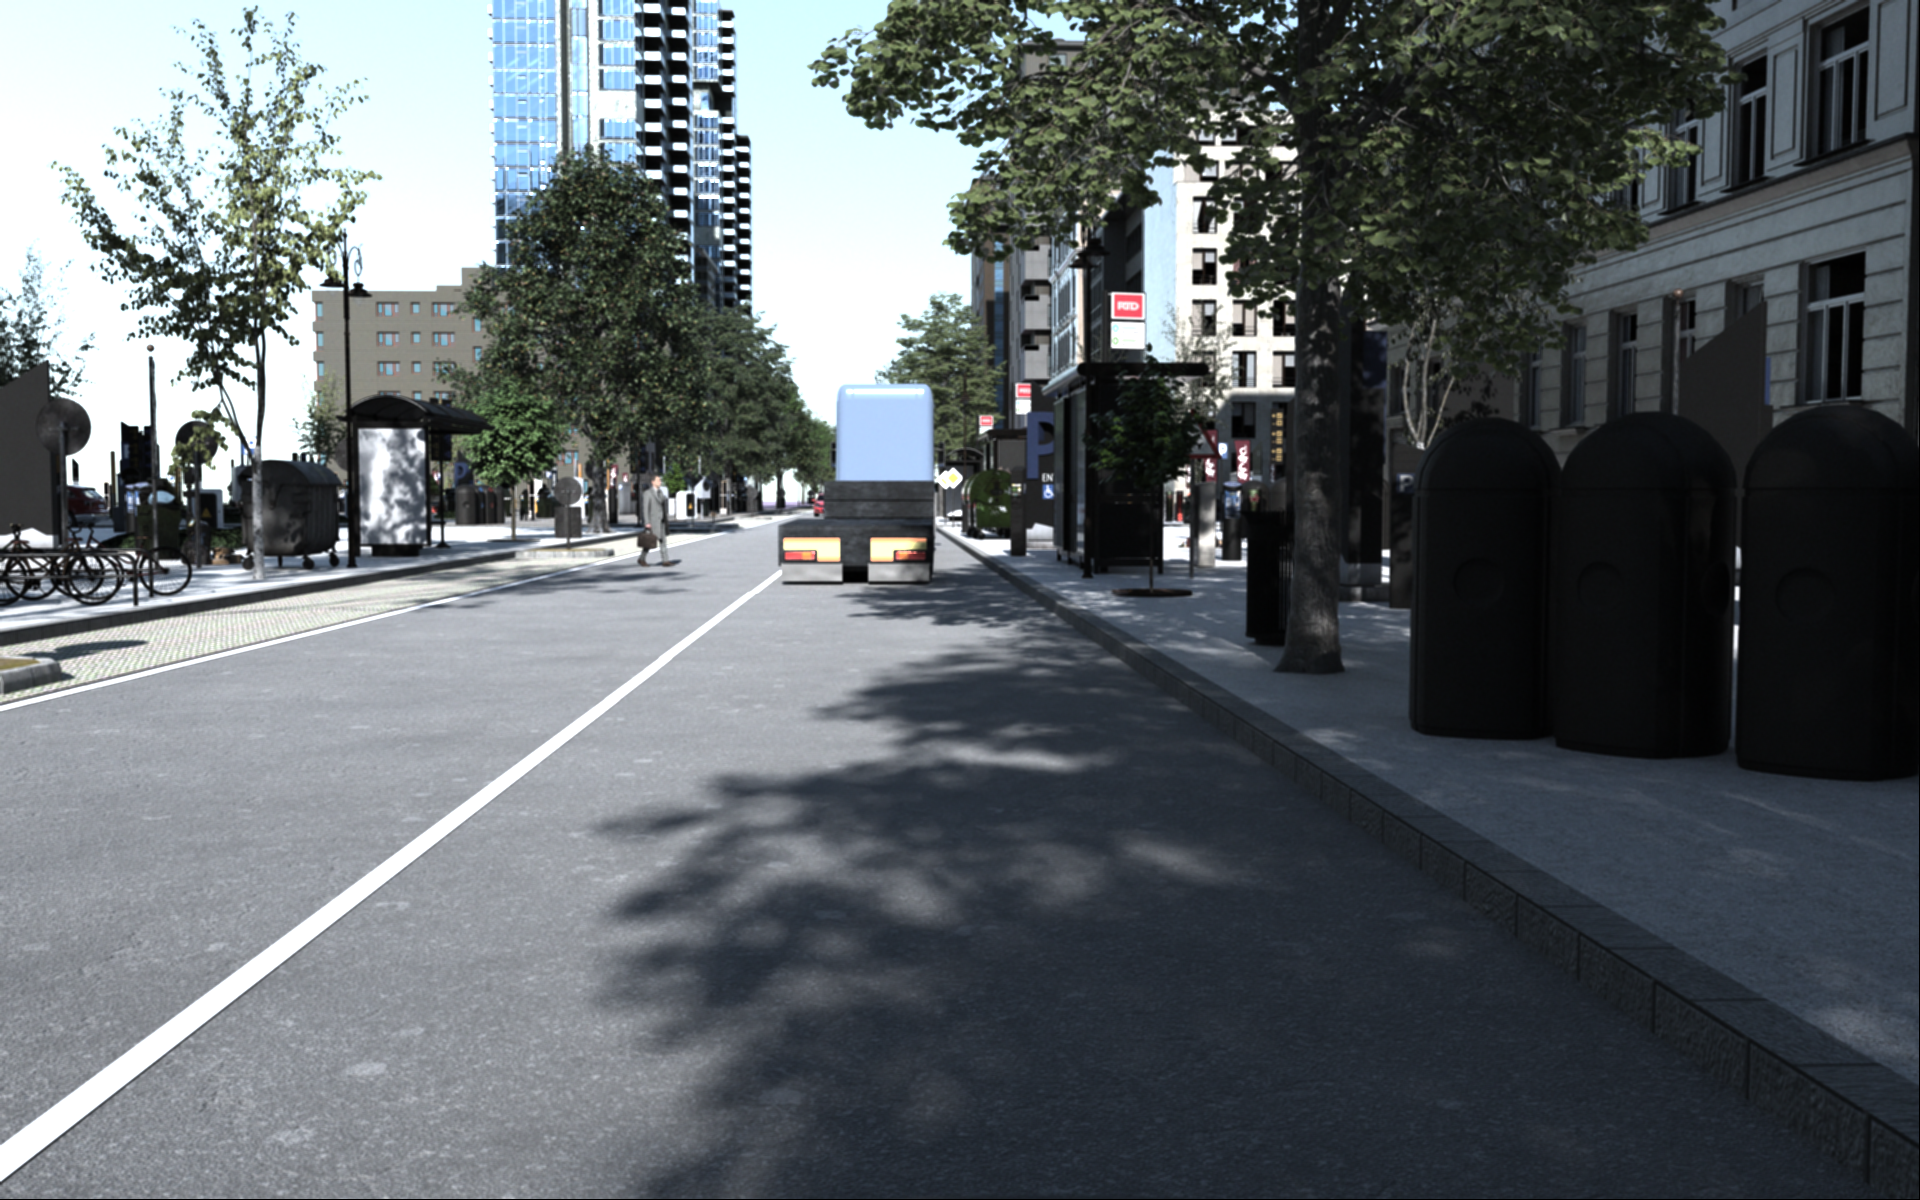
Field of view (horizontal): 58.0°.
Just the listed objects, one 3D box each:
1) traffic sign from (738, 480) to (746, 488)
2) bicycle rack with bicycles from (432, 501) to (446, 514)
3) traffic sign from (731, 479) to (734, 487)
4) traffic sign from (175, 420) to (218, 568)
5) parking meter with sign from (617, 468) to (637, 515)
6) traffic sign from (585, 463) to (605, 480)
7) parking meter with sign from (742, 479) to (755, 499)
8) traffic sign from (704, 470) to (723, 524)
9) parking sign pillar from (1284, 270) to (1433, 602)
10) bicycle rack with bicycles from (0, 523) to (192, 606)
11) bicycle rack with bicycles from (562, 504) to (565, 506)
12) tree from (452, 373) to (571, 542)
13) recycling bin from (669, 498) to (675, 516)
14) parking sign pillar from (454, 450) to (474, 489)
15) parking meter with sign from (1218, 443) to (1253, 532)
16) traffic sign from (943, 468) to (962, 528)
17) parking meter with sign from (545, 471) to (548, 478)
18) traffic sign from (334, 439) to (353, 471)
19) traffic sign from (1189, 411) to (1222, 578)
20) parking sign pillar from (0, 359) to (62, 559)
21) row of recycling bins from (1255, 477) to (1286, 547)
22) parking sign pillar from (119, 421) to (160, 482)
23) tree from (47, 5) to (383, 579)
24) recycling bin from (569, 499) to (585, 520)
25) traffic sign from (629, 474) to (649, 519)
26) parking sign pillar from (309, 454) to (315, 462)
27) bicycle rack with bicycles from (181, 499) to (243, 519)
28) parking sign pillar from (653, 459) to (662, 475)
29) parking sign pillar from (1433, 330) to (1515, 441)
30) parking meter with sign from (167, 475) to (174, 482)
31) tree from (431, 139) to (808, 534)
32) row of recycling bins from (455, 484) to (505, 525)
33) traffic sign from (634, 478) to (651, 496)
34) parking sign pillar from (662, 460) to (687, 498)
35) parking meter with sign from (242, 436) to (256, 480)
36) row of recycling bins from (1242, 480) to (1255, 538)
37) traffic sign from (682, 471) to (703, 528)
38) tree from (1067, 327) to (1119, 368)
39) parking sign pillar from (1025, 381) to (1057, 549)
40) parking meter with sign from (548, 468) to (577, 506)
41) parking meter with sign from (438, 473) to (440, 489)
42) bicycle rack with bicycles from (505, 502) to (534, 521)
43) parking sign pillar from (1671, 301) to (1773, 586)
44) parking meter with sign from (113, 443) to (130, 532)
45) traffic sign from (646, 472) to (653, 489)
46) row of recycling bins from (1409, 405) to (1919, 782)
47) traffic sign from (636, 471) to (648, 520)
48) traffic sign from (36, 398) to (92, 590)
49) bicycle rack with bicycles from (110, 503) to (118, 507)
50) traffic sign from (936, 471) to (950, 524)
[{"bbox_3d":[-18.499,-8.943,146.318,0.768,2.556,0.104,0,4,2],"label":"traffic sign"},{"bbox_3d":[-36.346,-6.481,119.341,2.925,0.926,2.852,-1,4,-9],"label":"bicycle rack with bicycles"},{"bbox_3d":[-18.238,-8.355,136.703,0.768,2.556,0.104,0,4,1],"label":"traffic sign"},{"bbox_3d":[-13.176,-1.823,29.908,0.768,2.556,0.104,0,4,3],"label":"traffic sign"},{"bbox_3d":[-21.035,-6.880,108.757,0.543,3.016,1.738,3,4,37],"label":"parking meter with sign"},{"bbox_3d":[-13.617,-3.947,64.634,0.768,2.556,0.104,0,4,5],"label":"traffic sign"},{"bbox_3d":[-18.204,-9.262,147.691,1.738,3.016,0.543,-2,4,-30],"label":"parking meter with sign"},{"bbox_3d":[-10.448,-4.268,73.421,0.795,2.450,0.064,0,4,-3],"label":"traffic sign"},{"bbox_3d":[4.800,-2.002,21.208,1.447,3.967,1.447,0,4,-3],"label":"parking sign pillar"},{"bbox_3d":[-10.774,-0.432,20.451,2.925,0.926,2.852,-1,4,-18],"label":"bicycle rack with bicycles"},{"bbox_3d":[-25.529,-5.932,110.366,2.852,0.926,2.925,3,4,36],"label":"bicycle rack with bicycles"},{"bbox_3d":[-12.300,-3.886,47.251,4.285,4.588,4.351,0,3,0],"label":"tree"},{"bbox_3d":[-16.970,-5.580,103.783,0.722,1.027,0.722,3,5,42],"label":"recycling bin"},{"bbox_3d":[-30.293,-7.176,105.802,1.447,3.967,1.447,2,4,33],"label":"parking sign pillar"},{"bbox_3d":[9.485,-3.803,58.437,0.543,3.016,1.738,-3,5,-44],"label":"parking meter with sign"},{"bbox_3d":[-0.261,-3.805,65.855,0.795,2.450,0.064,0,4,-3],"label":"traffic sign"},{"bbox_3d":[-30.837,-8.308,132.101,1.738,3.016,0.543,3,4,37],"label":"parking meter with sign"},{"bbox_3d":[-13.767,-2.387,39.141,0.768,2.556,0.104,0,4,6],"label":"traffic sign"},{"bbox_3d":[3.528,-1.609,26.316,0.884,2.594,0.081,0,4,5],"label":"traffic sign"},{"bbox_3d":[-18.891,-2.830,34.742,1.447,3.967,1.447,-1,4,-13],"label":"parking sign pillar"},{"bbox_3d":[8.759,-2.085,41.195,1.069,1.692,3.534,-3,4,-37],"label":"row of recycling bins"},{"bbox_3d":[-30.214,-4.609,63.832,1.447,3.967,1.447,-1,4,-10],"label":"parking sign pillar"},{"bbox_3d":[-10.817,-4.620,25.893,4.737,8.622,4.395,0,3,0],"label":"tree"},{"bbox_3d":[-19.128,-4.499,86.114,0.722,1.027,0.722,-3,4,-37],"label":"recycling bin"},{"bbox_3d":[-14.202,-4.686,76.627,0.884,2.594,0.081,0,4,5],"label":"traffic sign"},{"bbox_3d":[-43.091,-7.788,115.809,1.447,3.967,1.447,0,4,-6],"label":"parking sign pillar"},{"bbox_3d":[-36.567,-4.365,84.757,2.925,0.926,2.852,3,4,39],"label":"bicycle rack with bicycles"},{"bbox_3d":[-23.082,-8.831,132.865,1.447,3.967,1.447,1,4,11],"label":"parking sign pillar"},{"bbox_3d":[8.260,-2.422,28.067,1.447,3.967,1.447,-1,4,-9],"label":"parking sign pillar"},{"bbox_3d":[-65.490,-9.013,143.624,0.543,3.016,1.738,-2,4,-27],"label":"parking meter with sign"},{"bbox_3d":[-11.857,-8.515,56.234,9.611,12.733,9.660,0,3,0],"label":"tree"},{"bbox_3d":[-20.460,-4.073,73.700,1.069,1.692,3.534,1,4,11],"label":"row of recycling bins"},{"bbox_3d":[-16.050,-5.355,87.561,0.884,2.594,0.081,0,4,6],"label":"traffic sign"},{"bbox_3d":[-19.909,-8.176,122.151,1.447,3.967,1.447,1,4,11],"label":"parking sign pillar"},{"bbox_3d":[-21.623,-3.487,53.276,0.543,3.016,1.738,-1,4,-13],"label":"parking meter with sign"},{"bbox_3d":[9.874,-2.699,51.249,3.534,1.692,1.069,-1,4,-23],"label":"row of recycling bins"},{"bbox_3d":[-10.096,-3.780,65.444,0.795,2.450,0.064,0,4,-3],"label":"traffic sign"},{"bbox_3d":[5.732,-7.665,75.678,4.360,8.622,3.978,0,3,0],"label":"tree"},{"bbox_3d":[2.196,-3.205,40.878,1.447,3.967,1.447,2,4,32],"label":"parking sign pillar"},{"bbox_3d":[-26.952,-7.441,117.928,1.738,3.016,0.543,0,4,-6],"label":"parking meter with sign"},{"bbox_3d":[-42.710,-8.891,141.630,0.543,3.016,1.738,-1,4,-10],"label":"parking meter with sign"},{"bbox_3d":[-21.447,-4.277,83.316,2.852,0.926,2.925,0,4,-4],"label":"bicycle rack with bicycles"},{"bbox_3d":[10.914,-2.225,24.851,1.447,3.967,1.447,-3,5,-40],"label":"parking sign pillar"},{"bbox_3d":[-28.409,-3.833,58.938,0.543,3.016,1.738,-1,4,-12],"label":"parking meter with sign"},{"bbox_3d":[-15.950,-5.360,88.820,0.795,2.450,0.064,0,3,0],"label":"traffic sign"},{"bbox_3d":[3.825,-0.081,8.436,3.534,1.692,1.069,3,5,43],"label":"row of recycling bins"},{"bbox_3d":[-15.576,-5.157,84.419,0.768,2.556,0.104,0,4,3],"label":"traffic sign"},{"bbox_3d":[-11.905,-1.401,23.012,0.768,2.556,0.104,0,4,5],"label":"traffic sign"},{"bbox_3d":[-63.149,-7.037,128.444,2.852,0.926,2.925,2,4,33],"label":"bicycle rack with bicycles"},{"bbox_3d":[-0.612,-4.293,73.832,0.795,2.450,0.064,0,4,-3],"label":"traffic sign"}]
